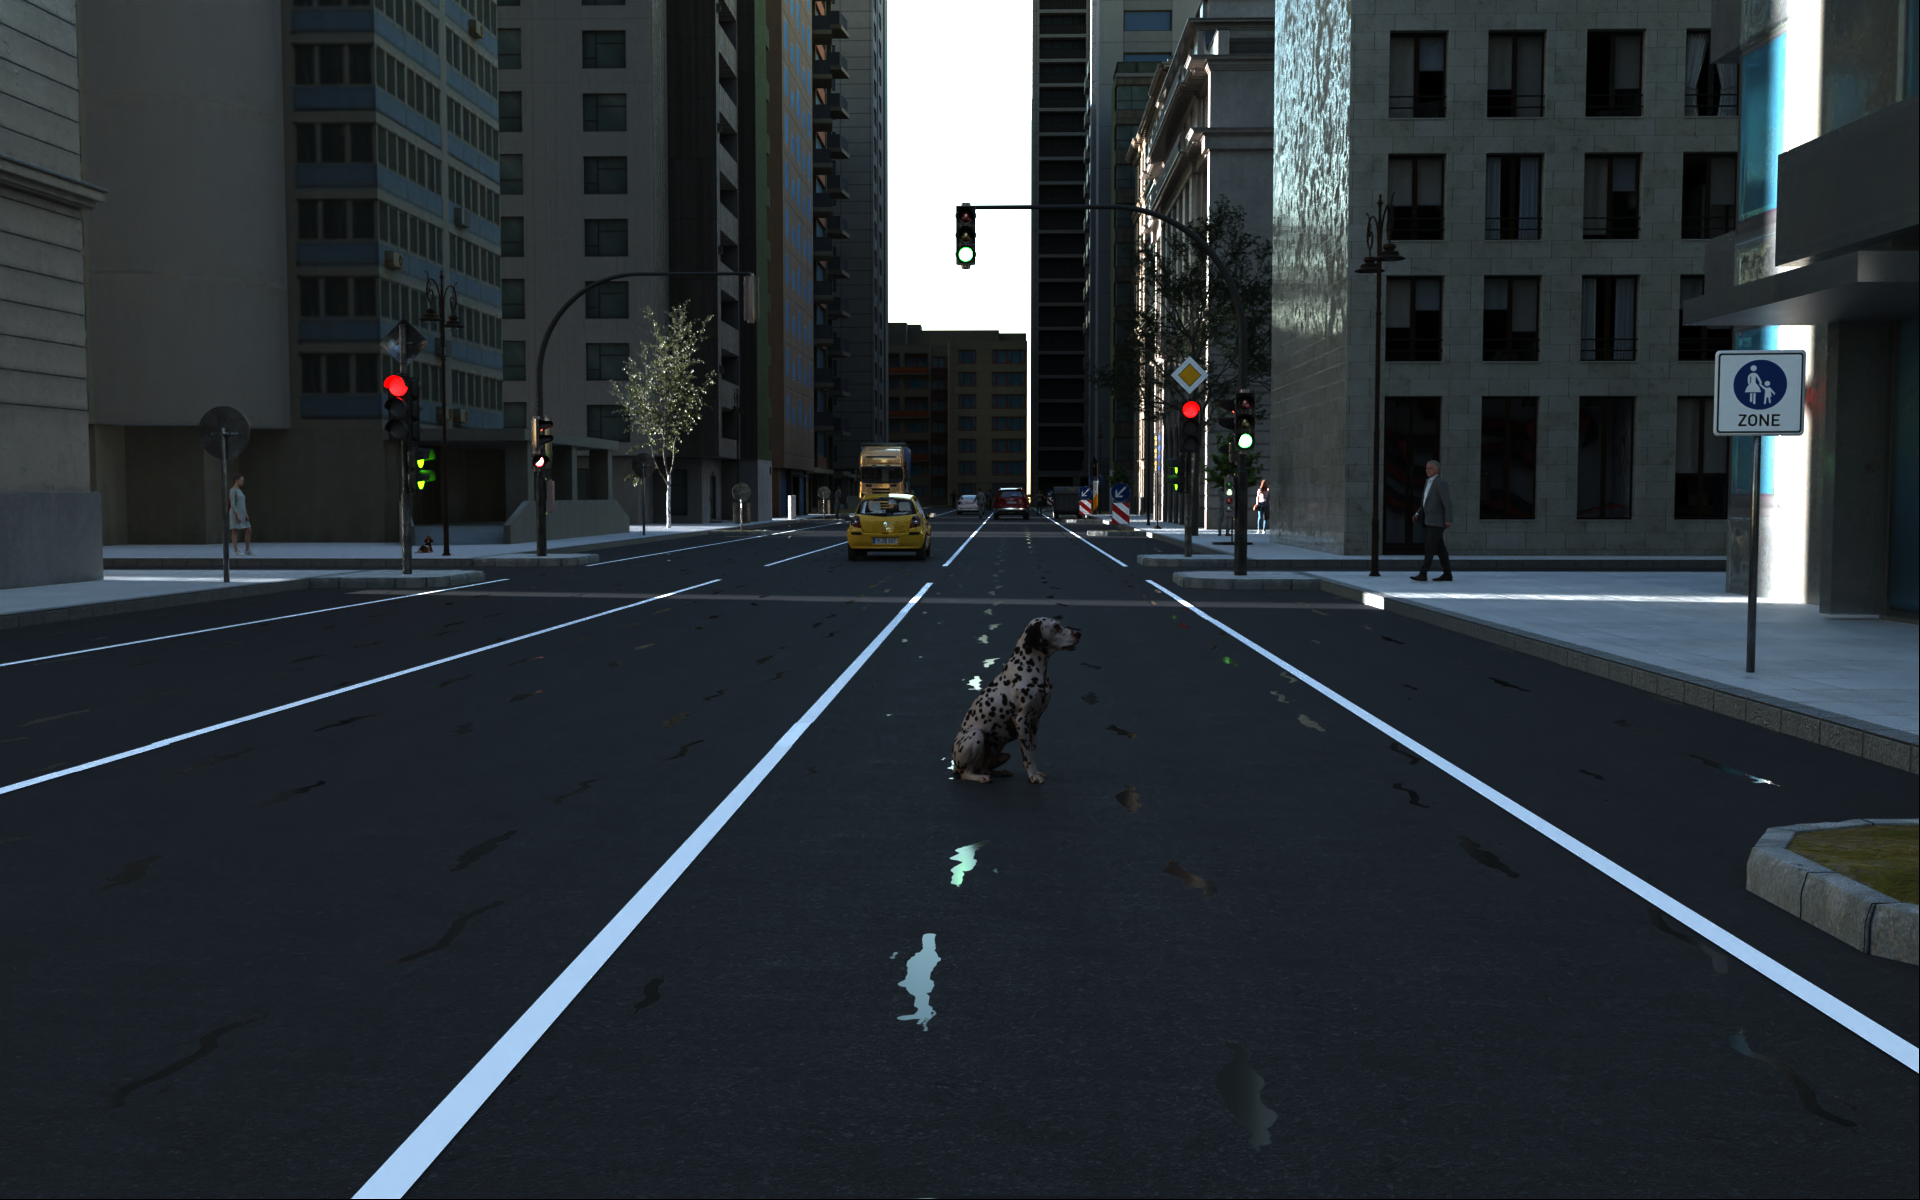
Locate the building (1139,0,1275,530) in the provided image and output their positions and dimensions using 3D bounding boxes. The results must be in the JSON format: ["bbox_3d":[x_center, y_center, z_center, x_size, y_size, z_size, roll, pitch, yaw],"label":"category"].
[{"bbox_3d":[15.094,-14.155,73.228,13.314,21.916,24.055,0,4,2],"label":"building"}]

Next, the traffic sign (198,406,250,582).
[{"bbox_3d":[-10.655,-1.528,25.090,0.768,2.556,0.104,0,4,2],"label":"traffic sign"}]

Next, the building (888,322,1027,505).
[{"bbox_3d":[-6.470,-22.284,209.385,28.899,21.520,27.650,0,4,2],"label":"building"}]

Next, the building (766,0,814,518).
[{"bbox_3d":[-16.125,-27.461,99.099,14.600,45.320,14.200,0,4,2],"label":"building"}]

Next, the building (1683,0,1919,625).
[{"bbox_3d":[19.141,-23.760,8.081,23.786,49.044,30.456,0,4,2],"label":"building"}]

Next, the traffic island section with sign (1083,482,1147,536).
[{"bbox_3d":[5.402,-3.141,59.975,1.989,1.847,2.006,0,4,2],"label":"traffic island section with sign"}]

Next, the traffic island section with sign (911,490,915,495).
[{"bbox_3d":[-4.593,-9.549,164.753,1.989,1.847,2.006,0,4,2],"label":"traffic island section with sign"}]

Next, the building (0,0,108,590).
[{"bbox_3d":[-24.075,-14.171,19.091,23.554,28.519,14.401,0,4,2],"label":"building"}]

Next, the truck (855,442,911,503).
[{"bbox_3d":[-4.127,-6.562,96.203,2.839,4.237,11.283,0,4,0],"label":"truck"}]

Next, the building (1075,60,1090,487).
[{"bbox_3d":[23.496,-33.607,169.089,23.786,49.044,30.456,0,4,2],"label":"building"}]

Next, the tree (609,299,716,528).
[{"bbox_3d":[-11.137,-7.055,65.712,4.360,8.622,3.978,0,3,0],"label":"tree"}]

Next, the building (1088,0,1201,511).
[{"bbox_3d":[20.989,-36.546,139.524,21.231,58.520,28.212,0,4,2],"label":"building"}]

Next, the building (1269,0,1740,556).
[{"bbox_3d":[16.567,-11.359,40.477,16.860,20.320,10.420,0,4,2],"label":"building"}]

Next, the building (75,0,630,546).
[{"bbox_3d":[-27.391,-21.931,50.447,32.217,40.220,23.993,0,4,2],"label":"building"}]

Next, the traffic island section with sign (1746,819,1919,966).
[{"bbox_3d":[3.831,0.175,5.772,1.989,1.847,2.006,0,4,2],"label":"traffic island section with sign"}]

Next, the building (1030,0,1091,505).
[{"bbox_3d":[18.598,-46.733,202.331,20.611,71.187,20.563,0,4,2],"label":"building"}]

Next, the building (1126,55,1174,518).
[{"bbox_3d":[16.335,-18.367,97.571,12.463,27.353,25.104,0,4,2],"label":"building"}]

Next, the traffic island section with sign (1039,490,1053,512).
[{"bbox_3d":[8.424,-9.522,164.305,1.989,1.847,2.006,0,4,2],"label":"traffic island section with sign"}]

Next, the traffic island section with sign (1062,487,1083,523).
[{"bbox_3d":[6.192,-4.829,87.577,1.989,1.847,2.006,0,4,2],"label":"traffic island section with sign"}]

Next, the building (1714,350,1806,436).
[{"bbox_3d":[68.205,-35.464,169.070,27.495,52.752,28.713,0,4,2],"label":"building"}]

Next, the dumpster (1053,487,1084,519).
[{"bbox_3d":[6.297,-5.648,100.567,1.865,1.857,1.264,0,3,0],"label":"dumpster"}]

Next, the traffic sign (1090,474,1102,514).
[{"bbox_3d":[8.452,-6.565,107.451,0.768,2.556,0.104,0,4,6],"label":"traffic sign"}]

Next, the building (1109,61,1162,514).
[{"bbox_3d":[17.285,-21.263,119.358,14.160,30.474,14.107,0,4,2],"label":"building"}]

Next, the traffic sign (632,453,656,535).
[{"bbox_3d":[-9.810,-3.277,53.680,0.768,2.556,0.104,1,4,10],"label":"traffic sign"}]

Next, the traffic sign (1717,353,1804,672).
[{"bbox_3d":[5.689,-0.628,12.397,0.606,2.300,0.079,0,4,8],"label":"traffic sign"}]

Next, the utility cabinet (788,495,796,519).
[{"bbox_3d":[-8.673,-4.785,89.392,0.306,1.237,1.020,-1,4,-13],"label":"utility cabinet"}]

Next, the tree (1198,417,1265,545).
[{"bbox_3d":[6.796,-3.018,43.938,1.663,3.219,1.824,0,3,0],"label":"tree"}]

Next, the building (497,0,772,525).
[{"bbox_3d":[-16.432,-18.700,77.439,14.160,30.474,14.107,0,4,2],"label":"building"}]

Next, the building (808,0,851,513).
[{"bbox_3d":[-19.663,-28.771,125.025,22.147,44.769,28.867,0,4,2],"label":"building"}]

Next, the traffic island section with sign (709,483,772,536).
[{"bbox_3d":[-7.625,-3.167,60.406,1.989,1.847,2.006,0,4,2],"label":"traffic island section with sign"}]

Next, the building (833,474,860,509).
[{"bbox_3d":[-25.346,-28.129,151.797,32.217,40.220,23.993,0,4,2],"label":"building"}]

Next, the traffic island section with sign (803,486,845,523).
[{"bbox_3d":[-6.830,-4.815,87.349,1.989,1.847,2.006,0,4,2],"label":"traffic island section with sign"}]

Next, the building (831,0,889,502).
[{"bbox_3d":[-18.156,-45.089,175.461,20.611,71.187,20.563,0,4,2],"label":"building"}]

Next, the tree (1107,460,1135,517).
[{"bbox_3d":[8.975,-6.226,96.398,1.663,3.219,1.824,0,3,0],"label":"tree"}]

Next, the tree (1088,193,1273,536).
[{"bbox_3d":[7.548,-7.263,53.169,7.601,10.594,8.767,-1,4,-19],"label":"tree"}]

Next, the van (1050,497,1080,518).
[{"bbox_3d":[6.444,-5.916,103.738,2.013,2.044,4.112,0,4,1],"label":"van"}]
